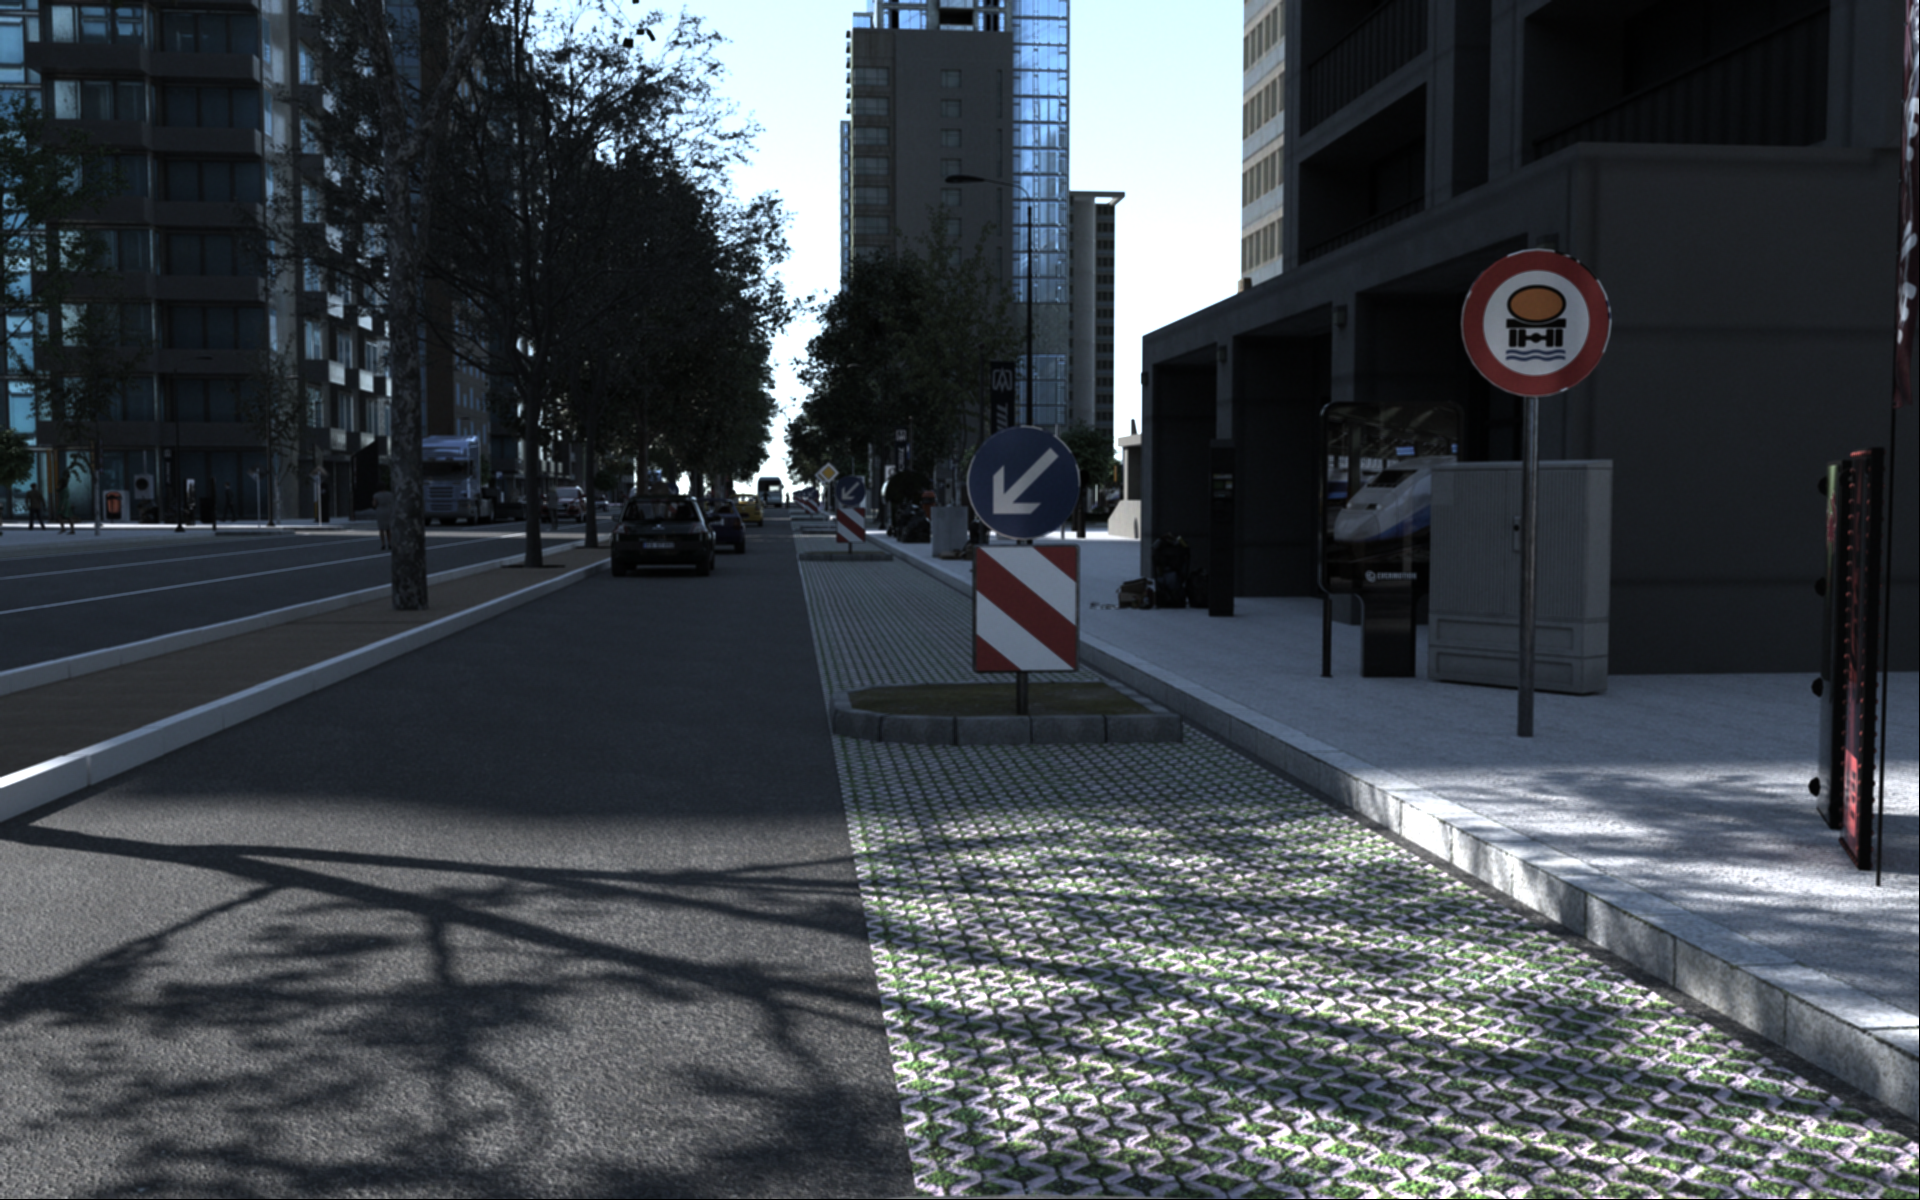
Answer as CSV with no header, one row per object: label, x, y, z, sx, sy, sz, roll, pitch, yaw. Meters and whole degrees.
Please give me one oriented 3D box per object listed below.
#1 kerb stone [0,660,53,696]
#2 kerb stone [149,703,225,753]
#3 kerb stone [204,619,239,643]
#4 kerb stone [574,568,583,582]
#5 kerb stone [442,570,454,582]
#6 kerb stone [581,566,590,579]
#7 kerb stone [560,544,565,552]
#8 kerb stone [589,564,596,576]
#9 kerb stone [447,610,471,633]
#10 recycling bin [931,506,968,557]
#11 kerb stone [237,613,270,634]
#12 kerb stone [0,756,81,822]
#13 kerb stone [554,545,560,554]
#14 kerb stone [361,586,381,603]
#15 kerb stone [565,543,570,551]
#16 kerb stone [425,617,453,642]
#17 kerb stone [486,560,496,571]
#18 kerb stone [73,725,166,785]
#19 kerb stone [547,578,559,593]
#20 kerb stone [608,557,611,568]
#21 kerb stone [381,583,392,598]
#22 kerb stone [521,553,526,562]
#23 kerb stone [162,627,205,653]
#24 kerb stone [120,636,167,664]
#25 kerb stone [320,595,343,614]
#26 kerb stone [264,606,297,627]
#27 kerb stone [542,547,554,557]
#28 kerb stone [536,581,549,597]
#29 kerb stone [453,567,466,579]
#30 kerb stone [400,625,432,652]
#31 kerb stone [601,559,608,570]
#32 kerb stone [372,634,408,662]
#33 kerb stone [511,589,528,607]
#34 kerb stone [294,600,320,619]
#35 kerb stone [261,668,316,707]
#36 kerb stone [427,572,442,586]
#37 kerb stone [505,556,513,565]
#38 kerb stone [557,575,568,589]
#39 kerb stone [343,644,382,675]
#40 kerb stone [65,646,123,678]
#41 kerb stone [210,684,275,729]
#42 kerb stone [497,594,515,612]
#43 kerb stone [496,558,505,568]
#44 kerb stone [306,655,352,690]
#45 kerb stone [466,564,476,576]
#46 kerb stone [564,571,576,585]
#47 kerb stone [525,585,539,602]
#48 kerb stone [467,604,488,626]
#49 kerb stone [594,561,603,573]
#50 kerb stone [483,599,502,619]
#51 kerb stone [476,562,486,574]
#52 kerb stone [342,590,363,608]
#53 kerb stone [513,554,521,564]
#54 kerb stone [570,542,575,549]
kerb stone,-6.898,0.570,12.877,0.120,0.150,1.000,0,4,-6
kerb stone,-4.495,0.744,10.032,0.120,0.150,1.000,0,4,-6
kerb stone,-7.303,0.327,16.960,0.120,0.150,1.000,0,4,-6
kerb stone,-6.344,-0.378,28.377,0.120,0.150,1.000,0,4,-6
kerb stone,-8.433,-0.366,28.184,0.120,0.150,1.000,0,4,-6
kerb stone,-6.448,-0.440,29.402,0.120,0.150,1.000,0,4,-6
kerb stone,-9.873,-1.238,42.438,0.120,0.150,1.000,0,4,-6
kerb stone,-6.550,-0.500,30.422,0.120,0.150,1.000,0,4,-6
kerb stone,-5.316,0.245,18.189,0.120,0.150,1.000,0,4,-6
recycling bin,-0.224,-1.397,35.396,0.722,1.027,0.722,0,4,-4
kerb stone,-7.406,0.266,17.977,0.120,0.150,1.000,0,4,-6
kerb stone,-4.293,0.869,7.993,0.120,0.150,1.000,0,4,-6
kerb stone,-9.763,-1.176,41.421,0.120,0.150,1.000,0,4,-6
kerb stone,-7.920,-0.053,23.069,0.120,0.150,1.000,0,4,-6
kerb stone,-9.970,-1.300,43.455,0.120,0.150,1.000,0,4,-6
kerb stone,-5.213,0.307,17.172,0.120,0.150,1.000,0,4,-6
kerb stone,-8.835,-0.615,32.256,0.120,0.150,1.000,0,4,-6
kerb stone,-4.387,0.807,9.016,0.120,0.150,1.000,0,4,-6
kerb stone,-6.031,-0.189,25.320,0.120,0.150,1.000,0,4,-6
kerb stone,-6.852,-0.690,33.481,0.120,0.150,1.000,0,4,-6
kerb stone,-8.024,-0.114,24.100,0.120,0.150,1.000,0,4,-6
kerb stone,-9.251,-0.860,36.335,0.120,0.150,1.000,0,4,-6
kerb stone,-7.199,0.383,15.936,0.120,0.150,1.000,0,4,-6
kerb stone,-7.093,0.449,14.920,0.120,0.150,1.000,0,4,-6
kerb stone,-7.708,0.071,21.029,0.120,0.150,1.000,0,4,-6
kerb stone,-7.502,0.196,18.994,0.120,0.150,1.000,0,4,-6
kerb stone,-9.656,-1.110,40.404,0.120,0.150,1.000,0,4,-6
kerb stone,-5.930,-0.129,24.301,0.120,0.150,1.000,0,4,-6
kerb stone,-8.532,-0.428,29.204,0.120,0.150,1.000,0,4,-6
kerb stone,-5.111,0.370,16.148,0.120,0.150,1.000,0,4,-6
kerb stone,-6.756,-0.628,32.463,0.120,0.150,1.000,0,4,-6
kerb stone,-5.013,0.434,15.127,0.120,0.150,1.000,0,4,-6
kerb stone,-5.726,-0.004,22.265,0.120,0.150,1.000,0,4,-6
kerb stone,-7.618,0.134,20.010,0.120,0.150,1.000,0,4,-6
kerb stone,-4.706,0.619,12.069,0.120,0.150,1.000,0,4,-6
kerb stone,-8.332,-0.304,27.166,0.120,0.150,1.000,0,4,-6
kerb stone,-9.047,-0.735,34.291,0.120,0.150,1.000,0,4,-6
kerb stone,-6.132,-0.245,26.338,0.120,0.150,1.000,0,4,-6
kerb stone,-4.906,0.497,14.111,0.120,0.150,1.000,0,4,-6
kerb stone,-6.992,0.508,13.896,0.120,0.150,1.000,0,4,-6
kerb stone,-4.596,0.683,11.049,0.120,0.150,1.000,0,4,-6
kerb stone,-5.627,0.058,21.248,0.120,0.150,1.000,0,4,-6
kerb stone,-8.938,-0.678,33.273,0.120,0.150,1.000,0,4,-6
kerb stone,-4.802,0.557,13.094,0.120,0.150,1.000,0,4,-6
kerb stone,-8.639,-0.491,30.221,0.120,0.150,1.000,0,4,-6
kerb stone,-6.232,-0.314,27.355,0.120,0.150,1.000,0,4,-6
kerb stone,-5.829,-0.067,23.284,0.120,0.150,1.000,0,4,-6
kerb stone,-5.417,0.182,19.213,0.120,0.150,1.000,0,4,-6
kerb stone,-6.644,-0.566,31.447,0.120,0.150,1.000,0,4,-6
kerb stone,-5.518,0.120,20.230,0.120,0.150,1.000,0,4,-6
kerb stone,-8.738,-0.553,31.238,0.120,0.150,1.000,0,4,-6
kerb stone,-7.819,0.009,22.052,0.120,0.150,1.000,0,4,-6
kerb stone,-9.145,-0.797,35.319,0.120,0.150,1.000,0,4,-6
kerb stone,-10.078,-1.362,44.472,0.120,0.150,1.000,0,4,-6
